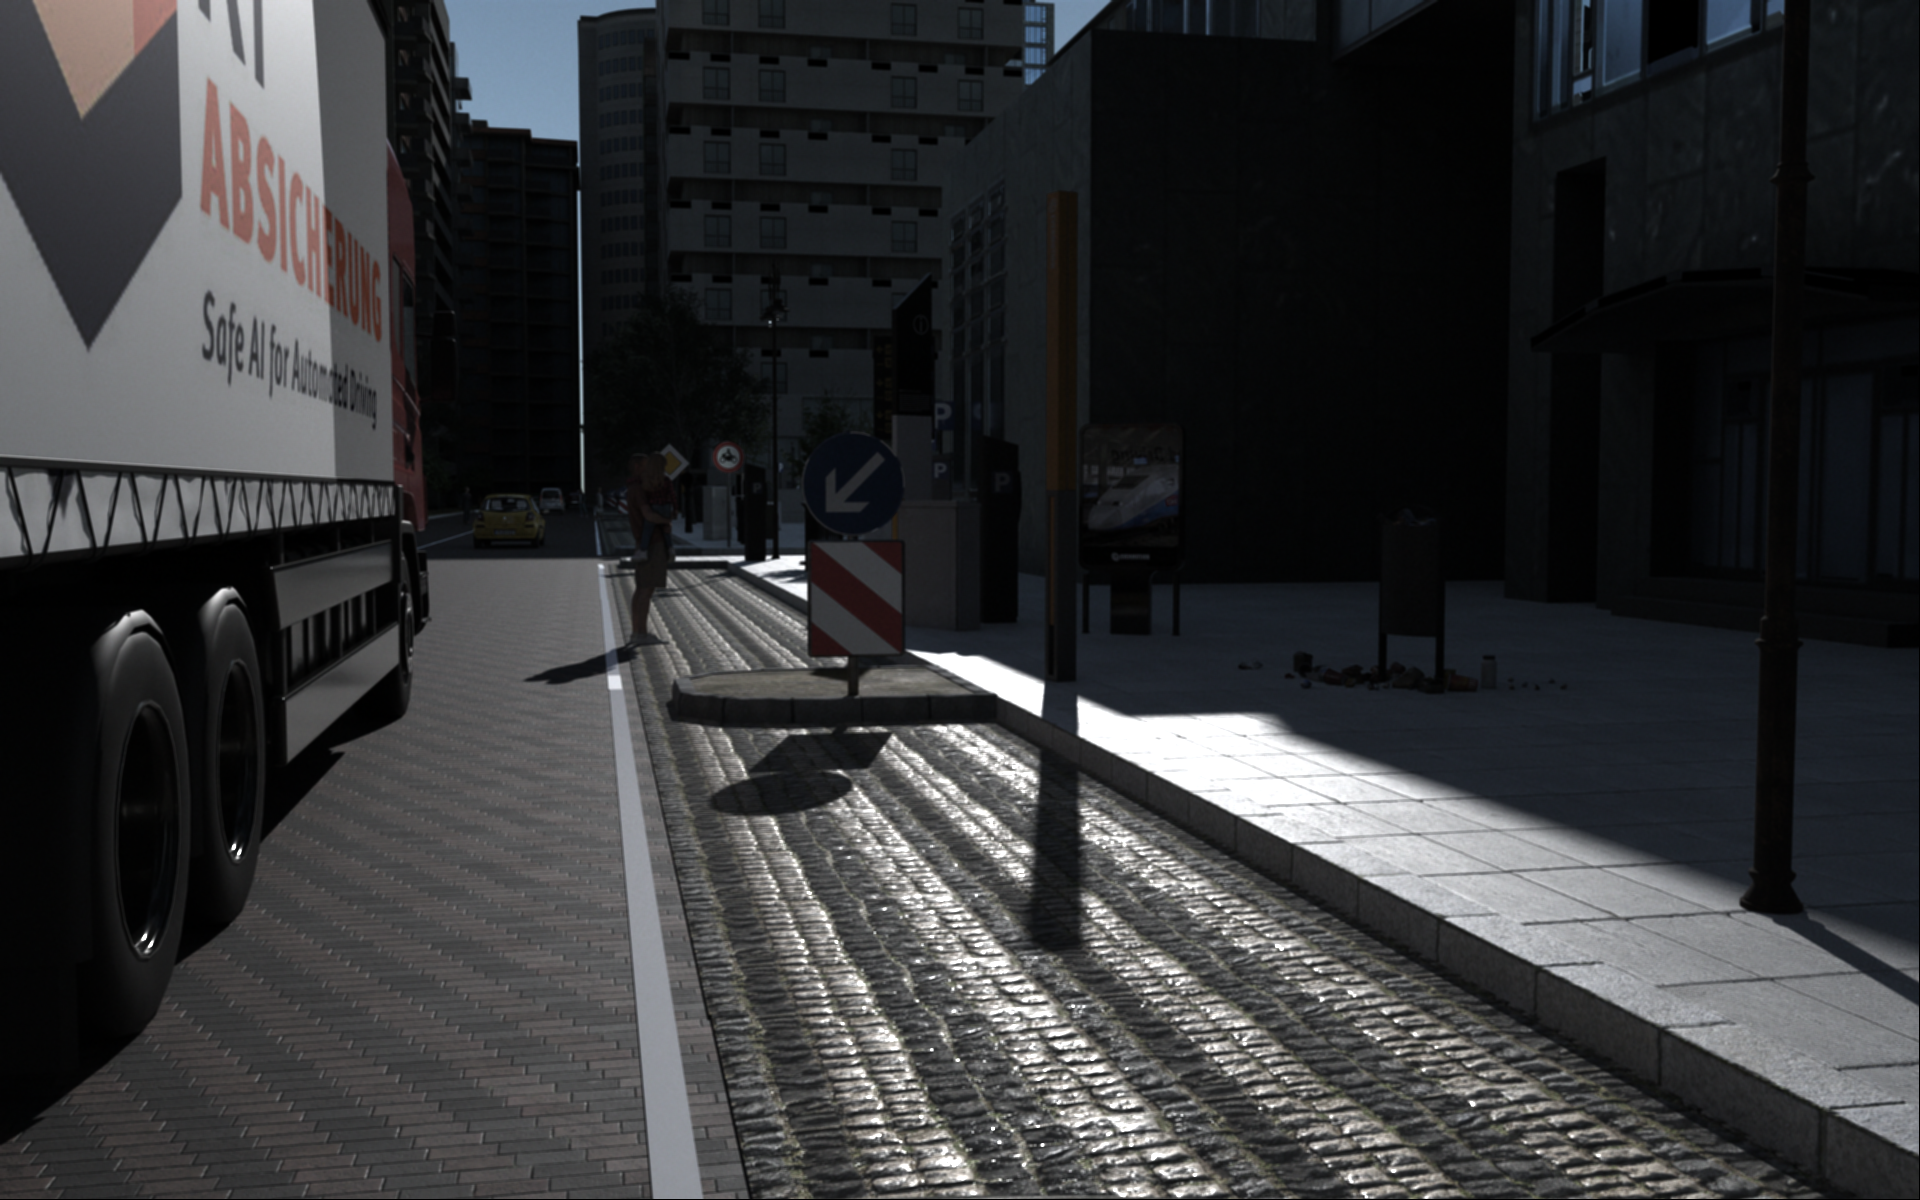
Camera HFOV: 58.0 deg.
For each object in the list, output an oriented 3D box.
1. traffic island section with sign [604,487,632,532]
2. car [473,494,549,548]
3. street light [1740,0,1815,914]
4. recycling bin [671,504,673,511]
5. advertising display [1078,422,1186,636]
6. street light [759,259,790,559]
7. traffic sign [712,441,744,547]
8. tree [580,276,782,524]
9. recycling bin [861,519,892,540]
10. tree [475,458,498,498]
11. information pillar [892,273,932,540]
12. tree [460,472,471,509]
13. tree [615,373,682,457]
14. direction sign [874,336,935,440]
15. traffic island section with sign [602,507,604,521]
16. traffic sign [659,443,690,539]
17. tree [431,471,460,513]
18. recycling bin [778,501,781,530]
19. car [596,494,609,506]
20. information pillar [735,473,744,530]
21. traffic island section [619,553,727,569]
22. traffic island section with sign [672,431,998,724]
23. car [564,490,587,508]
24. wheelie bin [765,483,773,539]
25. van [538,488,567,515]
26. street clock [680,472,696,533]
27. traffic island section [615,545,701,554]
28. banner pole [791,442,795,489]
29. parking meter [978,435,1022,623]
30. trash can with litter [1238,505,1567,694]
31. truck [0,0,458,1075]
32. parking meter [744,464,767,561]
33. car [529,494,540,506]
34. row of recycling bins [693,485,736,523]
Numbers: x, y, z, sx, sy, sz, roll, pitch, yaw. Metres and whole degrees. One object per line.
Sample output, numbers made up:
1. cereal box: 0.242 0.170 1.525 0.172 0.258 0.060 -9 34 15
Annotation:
1. traffic island section with sign: -12.453 -3.516 66.107 1.989 1.847 2.006 -1 4 -12
2. car: -12.256 -2.262 47.215 2.015 1.641 3.980 -1 4 -10
3. street light: 2.517 -1.982 5.194 0.468 5.910 1.993 -1 4 -12
4. recycling bin: -15.984 -5.026 94.723 0.722 1.027 0.722 -2 4 -32
5. advertising display: 1.564 -0.647 15.791 0.974 1.923 0.123 1 4 20
6. street light: -3.653 -3.755 34.175 0.468 5.910 1.993 -1 4 -12
7. traffic sign: -5.571 -2.544 41.706 0.768 2.556 0.104 -1 4 -9
8. tree: -11.567 -8.530 73.883 8.767 10.594 7.601 -2 4 -35
9. recycling bin: -1.612 -1.365 34.880 0.722 1.027 0.722 -1 4 -8
10. tree: -43.716 -10.629 157.494 4.285 4.588 4.351 0 3 0
11. information pillar: -0.495 -1.650 18.331 0.504 3.616 0.183 -3 5 -39
12. tree: -43.795 -9.666 152.636 1.663 3.219 1.824 0 3 0
13. tree: -17.983 -9.296 102.359 4.360 8.622 3.978 0 3 0
14. direction sign: -0.799 -2.014 24.921 0.876 3.537 0.379 0 4 -5
15. traffic island section with sign: -18.061 -5.128 92.475 1.989 1.847 2.006 -1 4 -12
16. traffic sign: -5.718 -1.866 34.146 0.795 2.450 0.064 -1 4 -12
17. tree: -35.886 -7.667 119.962 1.663 3.219 1.824 0 3 0
18. recycling bin: -6.724 -2.989 61.426 0.722 1.027 0.722 -1 4 -9
19. car: -37.150 -10.364 181.461 2.014 1.417 4.499 -1 4 -12
20. information pillar: -7.781 -3.496 61.659 0.304 2.012 0.304 2 4 30
21. traffic island section: -5.696 -0.731 34.228 2.009 0.180 2.903 -1 4 -12
22. traffic island section with sign: -0.931 -0.189 11.719 1.989 1.847 2.006 -1 4 -12
23. car: -39.009 -10.209 175.595 2.281 1.827 5.304 -1 4 -12
24. wheelie bin: -5.688 -2.529 49.263 0.980 1.594 0.693 -3 5 -43
25. van: -28.535 -6.982 121.161 2.013 2.044 4.112 -1 4 -11
26. street clock: -8.987 -3.227 57.327 0.471 2.002 0.358 1 4 19
27. traffic island section: -7.354 -1.208 42.040 2.009 0.180 2.903 -1 4 -12
28. banner pole: -7.952 -5.659 82.549 0.401 3.779 0.863 -1 4 -15
29. parking meter: 0.392 -0.708 17.289 0.399 1.863 0.255 -1 4 -17
30. trash can with litter: 2.890 -0.054 11.948 1.678 1.210 2.233 -2 4 -33
31. truck: -3.990 -1.139 7.535 2.839 4.237 11.283 -1 4 -12
32. parking meter: -3.931 -1.689 33.331 0.399 1.863 0.255 -2 4 -27
33. car: -43.527 -10.310 177.371 1.959 1.807 4.718 -1 4 -11
34. row of recycling bins: -10.559 -4.389 78.871 3.534 1.692 1.069 -2 4 -35
